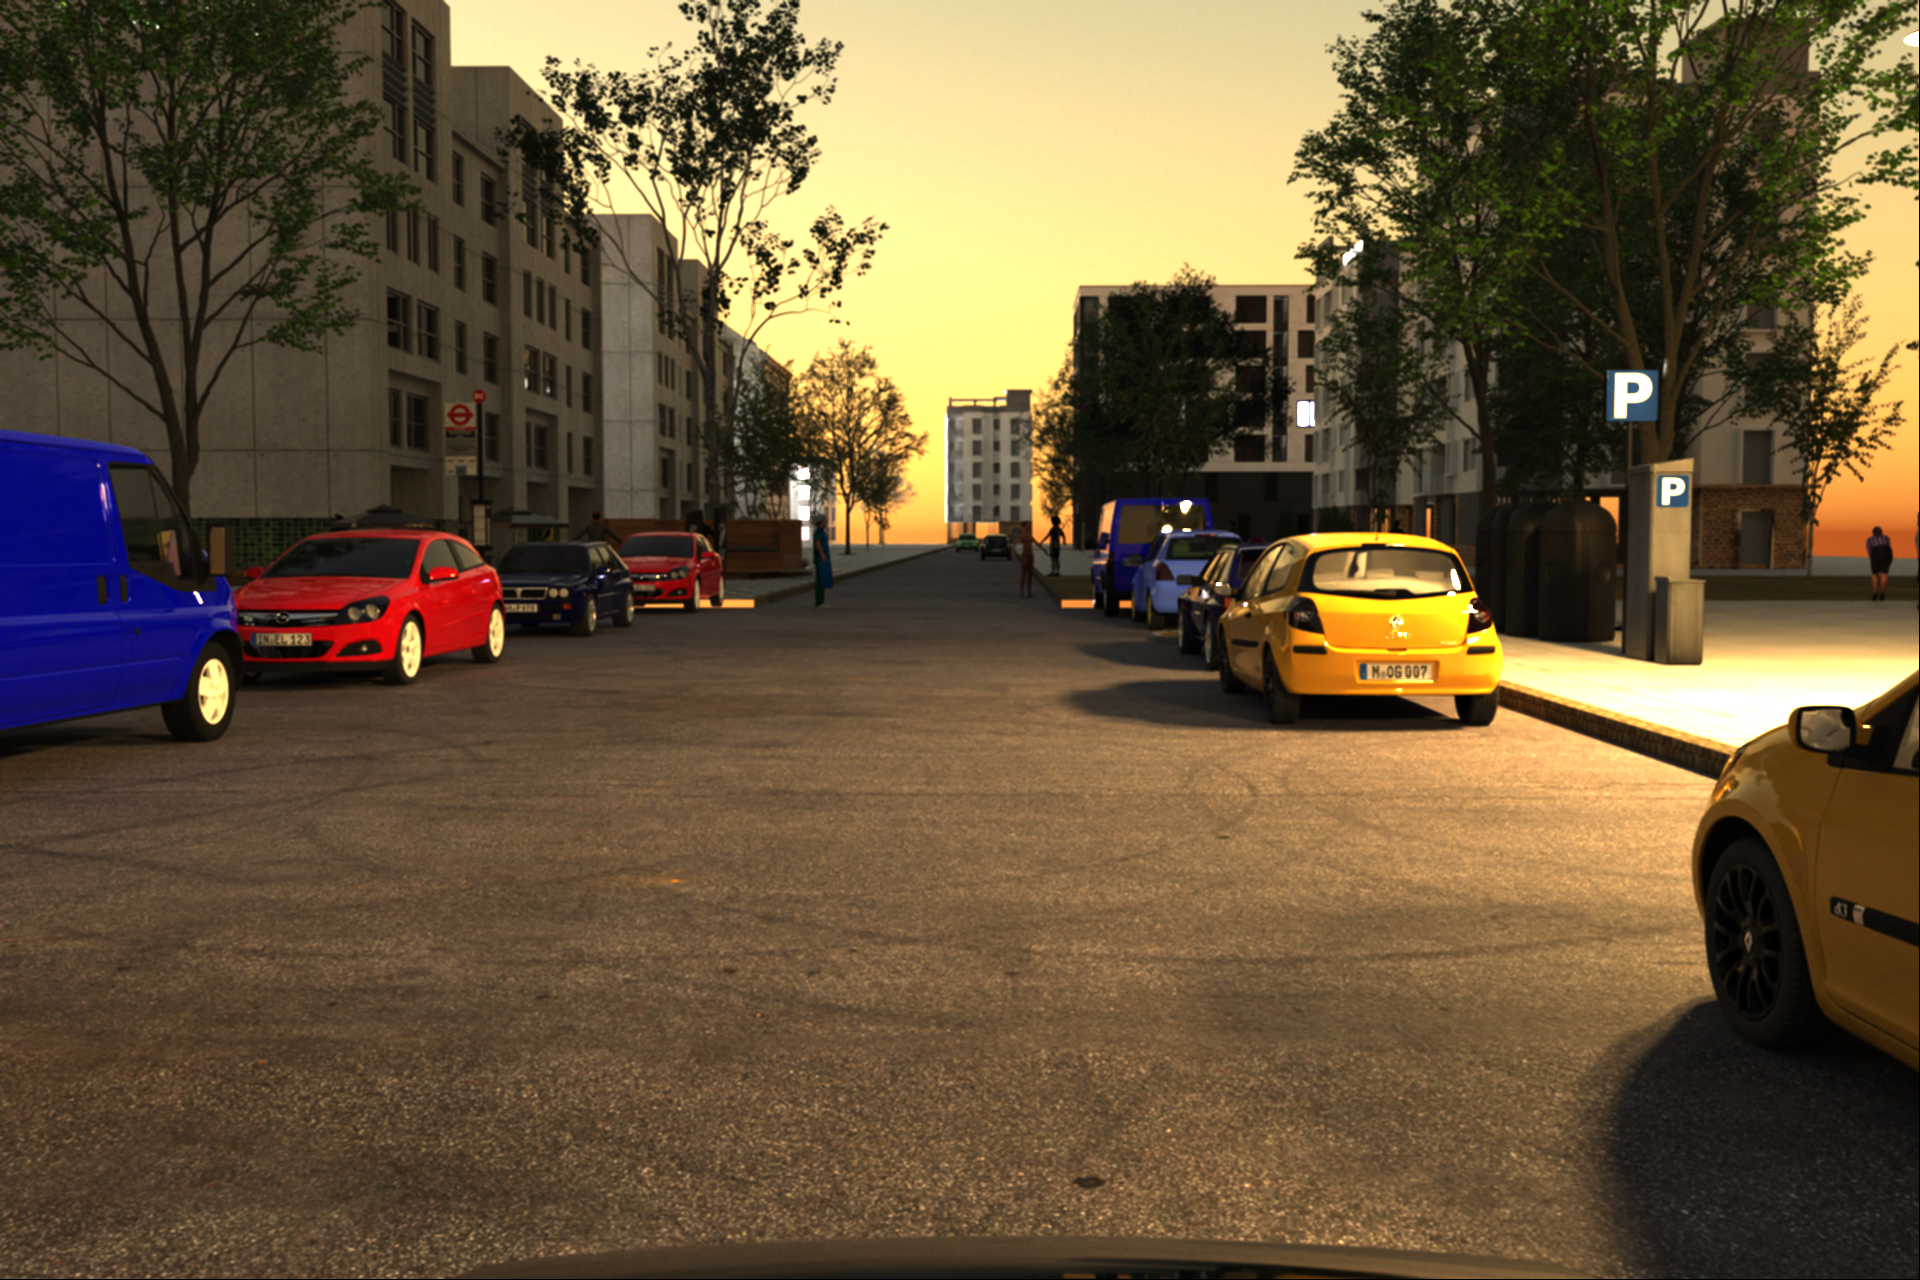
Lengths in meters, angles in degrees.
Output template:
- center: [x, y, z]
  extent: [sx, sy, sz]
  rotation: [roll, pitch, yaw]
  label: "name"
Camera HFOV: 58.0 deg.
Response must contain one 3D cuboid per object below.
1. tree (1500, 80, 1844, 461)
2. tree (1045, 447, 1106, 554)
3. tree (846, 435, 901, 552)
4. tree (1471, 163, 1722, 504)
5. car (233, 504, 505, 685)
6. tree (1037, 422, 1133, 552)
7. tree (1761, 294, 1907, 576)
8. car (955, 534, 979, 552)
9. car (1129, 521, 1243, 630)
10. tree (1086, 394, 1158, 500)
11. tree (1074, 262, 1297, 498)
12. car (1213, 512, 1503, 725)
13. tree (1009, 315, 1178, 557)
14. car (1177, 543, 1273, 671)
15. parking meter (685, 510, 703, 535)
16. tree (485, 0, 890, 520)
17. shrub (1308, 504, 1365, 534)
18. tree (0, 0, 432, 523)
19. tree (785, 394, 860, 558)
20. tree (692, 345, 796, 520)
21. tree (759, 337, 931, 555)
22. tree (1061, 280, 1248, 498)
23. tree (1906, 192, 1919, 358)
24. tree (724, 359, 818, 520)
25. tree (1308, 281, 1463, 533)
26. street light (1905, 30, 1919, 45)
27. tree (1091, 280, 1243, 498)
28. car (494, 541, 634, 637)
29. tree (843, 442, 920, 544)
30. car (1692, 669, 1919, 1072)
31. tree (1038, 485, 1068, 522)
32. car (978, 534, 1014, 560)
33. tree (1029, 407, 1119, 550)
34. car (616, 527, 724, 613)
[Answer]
- center: [16.673, -7.061, 41.200]
  extent: [9.928, 11.665, 9.643]
  rotation: [0, 3, 0]
  label: "tree"
- center: [8.020, -9.846, 111.338]
  extent: [4.360, 8.622, 3.978]
  rotation: [0, 3, 0]
  label: "tree"
- center: [-6.614, -10.724, 125.701]
  extent: [4.737, 8.622, 4.395]
  rotation: [0, 3, 0]
  label: "tree"
- center: [18.990, -8.188, 52.005]
  extent: [7.486, 12.596, 7.792]
  rotation: [0, 3, 0]
  label: "tree"
- center: [-6.061, -0.535, 17.789]
  extent: [2.155, 1.783, 4.494]
  rotation: [0, 4, 2]
  label: "car"
- center: [9.267, -11.774, 126.922]
  extent: [7.601, 10.594, 8.767]
  rotation: [-1, 4, -12]
  label: "tree"
- center: [26.184, -6.256, 52.646]
  extent: [4.737, 8.622, 4.395]
  rotation: [0, 3, 0]
  label: "tree"
- center: [0.604, -7.969, 139.082]
  extent: [1.959, 1.807, 4.718]
  rotation: [0, 4, 2]
  label: "car"
- center: [3.645, -1.071, 27.102]
  extent: [1.945, 1.707, 3.694]
  rotation: [0, 4, 0]
  label: "car"
- center: [7.622, -7.948, 80.314]
  extent: [4.360, 8.622, 3.978]
  rotation: [0, 3, 0]
  label: "tree"
- center: [7.692, -7.599, 58.654]
  extent: [8.767, 10.594, 7.601]
  rotation: [2, 4, 35]
  label: "tree"
- center: [3.190, -0.259, 14.451]
  extent: [2.015, 1.641, 3.980]
  rotation: [0, 4, 1]
  label: "car"
- center: [7.776, -11.319, 95.438]
  extent: [12.009, 13.543, 11.850]
  rotation: [0, 3, 0]
  label: "tree"
- center: [3.471, -0.424, 19.521]
  extent: [1.945, 1.354, 3.894]
  rotation: [0, 4, 1]
  label: "car"
- center: [-6.378, -2.190, 41.524]
  extent: [0.399, 1.863, 0.255]
  rotation: [0, 4, 2]
  label: "parking meter"
- center: [-8.687, -12.193, 55.240]
  extent: [12.611, 20.169, 13.585]
  rotation: [0, 3, 0]
  label: "tree"
- center: [9.531, -2.459, 44.244]
  extent: [1.661, 2.075, 1.752]
  rotation: [0, 3, 0]
  label: "shrub"
- center: [-11.675, -6.117, 25.765]
  extent: [9.928, 11.665, 9.643]
  rotation: [0, 3, 0]
  label: "tree"
- center: [-7.964, -8.640, 91.634]
  extent: [4.360, 8.622, 3.978]
  rotation: [0, 3, 0]
  label: "tree"
- center: [-8.250, -7.159, 67.410]
  extent: [4.737, 8.622, 4.395]
  rotation: [0, 3, 0]
  label: "tree"
- center: [-6.890, -12.010, 106.727]
  extent: [12.009, 13.543, 11.850]
  rotation: [0, 3, 0]
  label: "tree"
- center: [7.931, -8.822, 69.997]
  extent: [9.928, 11.665, 9.643]
  rotation: [0, 3, 0]
  label: "tree"
- center: [29.138, -8.393, 43.882]
  extent: [9.857, 13.997, 8.962]
  rotation: [0, 3, 0]
  label: "tree"
- center: [-7.857, -7.504, 73.060]
  extent: [4.737, 8.622, 4.395]
  rotation: [0, 3, 0]
  label: "tree"
- center: [12.265, -6.107, 50.211]
  extent: [4.737, 8.622, 4.395]
  rotation: [0, 3, 0]
  label: "tree"
- center: [6.955, -2.379, 11.682]
  extent: [0.468, 5.910, 1.993]
  rotation: [0, 4, 1]
  label: "street light"
- center: [6.082, -6.161, 51.090]
  extent: [4.737, 8.622, 4.395]
  rotation: [0, 3, 0]
  label: "tree"
- center: [-5.968, -0.787, 25.450]
  extent: [1.945, 1.354, 3.894]
  rotation: [0, 4, 1]
  label: "car"
- center: [-10.542, -19.339, 226.565]
  extent: [12.009, 13.543, 11.850]
  rotation: [0, 3, 0]
  label: "tree"
- center: [3.035, 0.401, 3.676]
  extent: [2.015, 1.641, 3.980]
  rotation: [0, 4, 0]
  label: "car"
- center: [12.498, -17.036, 228.905]
  extent: [4.737, 8.622, 4.395]
  rotation: [0, 3, 0]
  label: "tree"
- center: [2.003, -5.247, 95.571]
  extent: [2.009, 1.686, 4.222]
  rotation: [0, 4, 1]
  label: "car"
- center: [9.374, -13.006, 138.404]
  extent: [9.928, 11.665, 9.643]
  rotation: [0, 3, 0]
  label: "tree"
- center: [-5.636, -1.459, 32.896]
  extent: [2.155, 1.783, 4.494]
  rotation: [0, 4, 1]
  label: "car"
